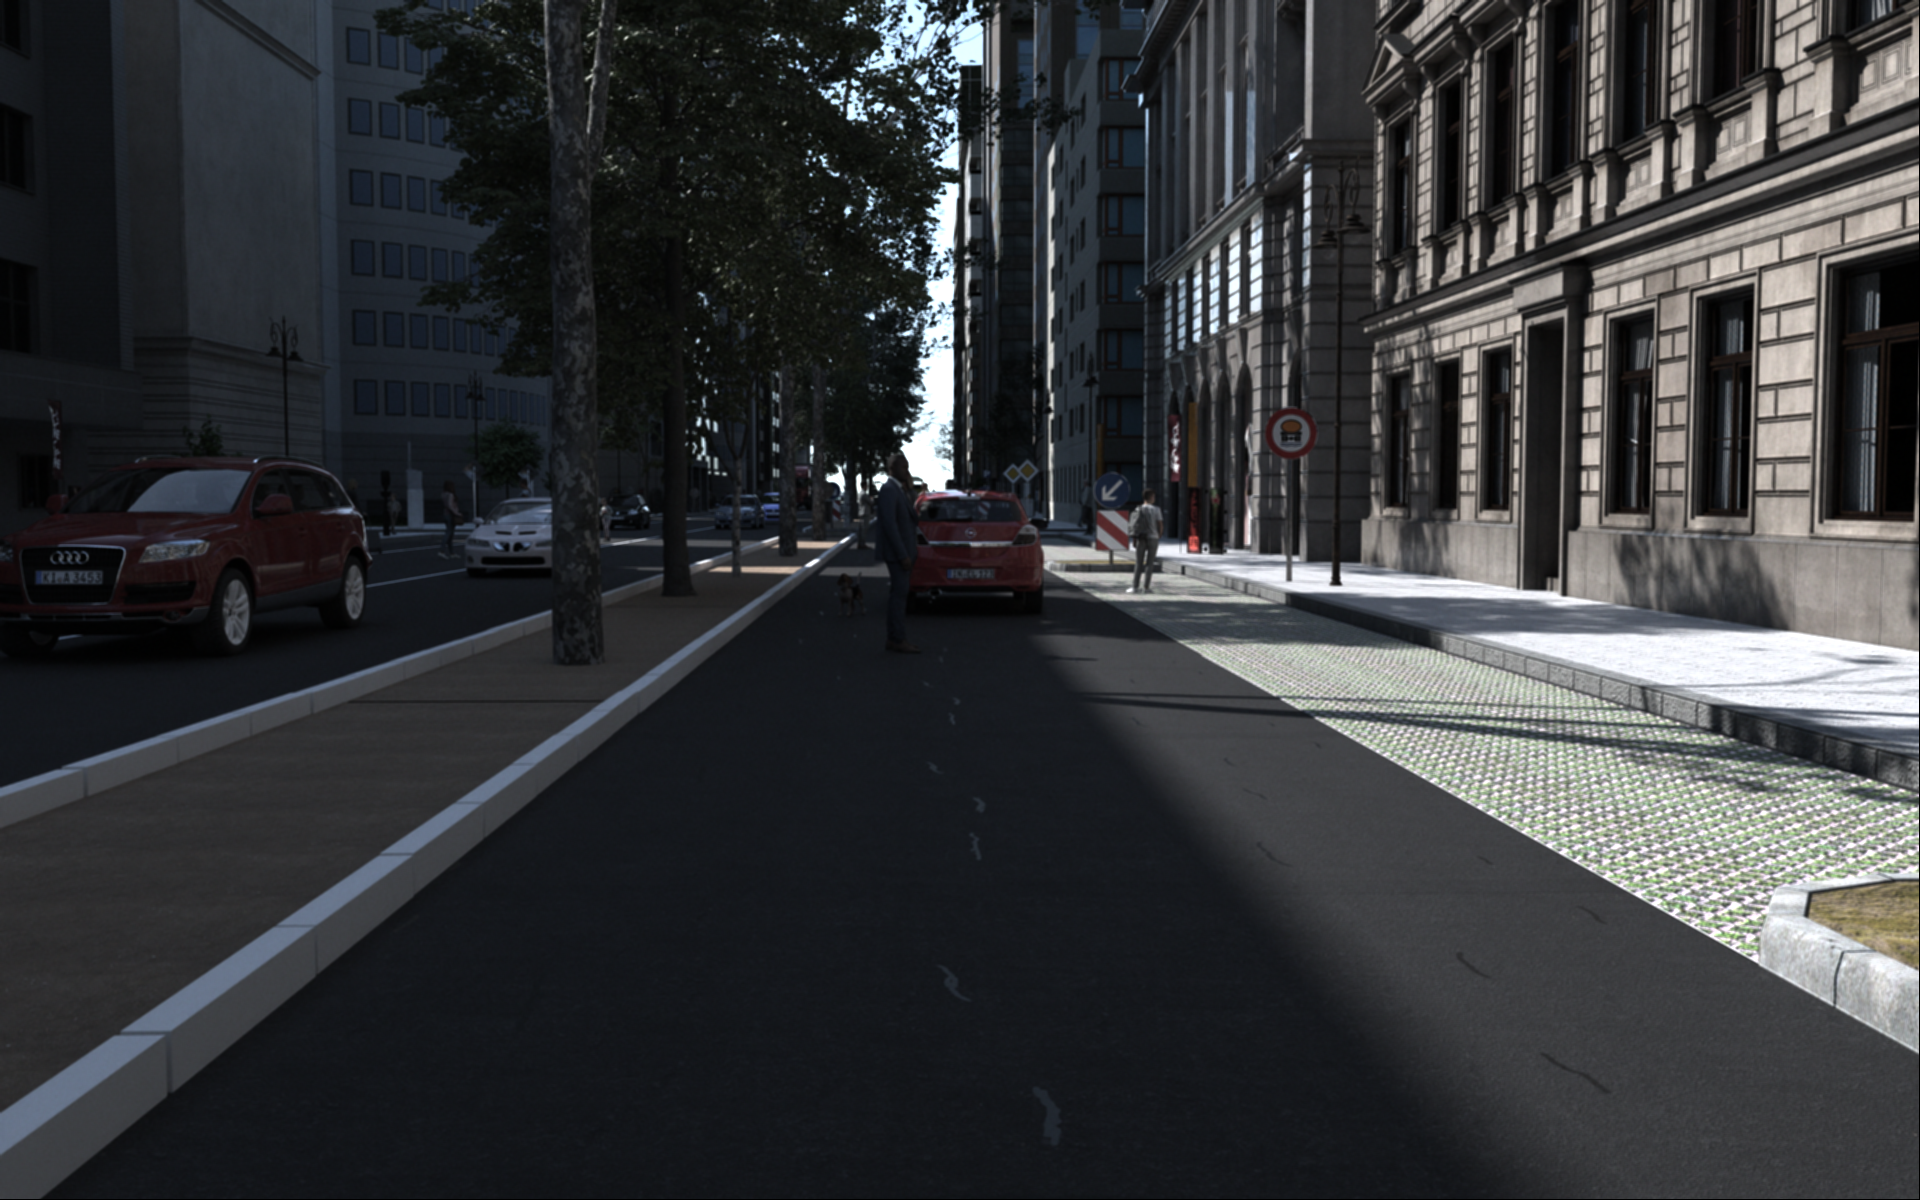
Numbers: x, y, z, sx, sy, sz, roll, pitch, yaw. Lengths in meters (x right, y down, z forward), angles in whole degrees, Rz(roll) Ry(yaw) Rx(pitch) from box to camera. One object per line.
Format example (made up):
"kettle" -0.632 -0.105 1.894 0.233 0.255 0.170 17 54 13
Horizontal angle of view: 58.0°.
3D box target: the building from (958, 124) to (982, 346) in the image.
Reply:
"building" 14.455 -40.014 243.469 28.713 52.752 27.495 0 4 -2

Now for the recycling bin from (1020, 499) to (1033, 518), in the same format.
"recycling bin" 3.646 -5.014 94.525 0.722 1.027 0.722 0 4 2

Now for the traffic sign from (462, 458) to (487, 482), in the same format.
"traffic sign" -15.846 -3.323 56.513 0.795 2.593 0.064 0 4 -2

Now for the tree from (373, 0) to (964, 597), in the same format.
"tree" -3.843 -6.292 23.458 7.486 12.596 7.792 0 3 0

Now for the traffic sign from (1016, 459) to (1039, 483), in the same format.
"traffic sign" 2.241 -3.353 57.009 0.795 2.593 0.064 0 4 -2

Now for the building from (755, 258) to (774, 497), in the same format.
"building" -29.736 -26.522 205.337 14.160 30.474 14.107 0 4 -2

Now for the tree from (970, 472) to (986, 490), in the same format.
"tree" 1.608 -9.573 151.122 1.663 3.219 1.824 0 3 0

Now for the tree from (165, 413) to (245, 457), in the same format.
"tree" -17.811 -2.856 41.292 1.663 3.219 1.824 0 3 0

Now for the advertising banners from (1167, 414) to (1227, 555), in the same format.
"advertising banners" 5.078 -2.514 37.300 0.090 3.025 2.074 -2 4 -29

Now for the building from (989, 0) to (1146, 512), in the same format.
"building" 9.952 -30.580 150.089 14.600 45.320 14.200 0 4 -2

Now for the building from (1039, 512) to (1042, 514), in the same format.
"building" 12.091 -28.135 110.118 14.600 45.320 14.200 0 4 -2

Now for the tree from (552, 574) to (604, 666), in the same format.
"tree" -1.974 -9.468 13.146 12.611 20.169 13.585 0 3 0

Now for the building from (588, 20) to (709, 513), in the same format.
"building" -29.008 -41.916 123.574 20.563 71.187 20.611 0 4 -2

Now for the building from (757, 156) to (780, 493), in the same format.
"building" -36.327 -37.846 238.384 23.786 49.044 30.456 0 4 -2

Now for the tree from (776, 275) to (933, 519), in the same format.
"tree" -5.981 -11.513 97.347 9.857 13.997 8.962 0 3 0

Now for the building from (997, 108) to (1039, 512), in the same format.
"building" 9.749 -22.111 133.209 14.160 30.474 14.107 0 4 -2

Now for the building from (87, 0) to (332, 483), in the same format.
"building" -29.880 -13.023 49.080 21.152 22.565 11.583 0 4 -2

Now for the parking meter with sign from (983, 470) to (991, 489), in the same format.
"parking meter with sign" 1.962 -7.892 125.296 0.543 3.016 1.738 0 4 -1

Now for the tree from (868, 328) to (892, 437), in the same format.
"tree" -4.653 -7.140 69.556 4.737 8.622 4.395 0 3 0

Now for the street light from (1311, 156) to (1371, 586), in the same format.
"street light" 5.276 -3.140 24.131 0.468 5.910 1.993 0 4 -2

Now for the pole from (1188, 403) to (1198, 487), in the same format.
"pole" 5.200 -2.743 38.696 0.158 3.312 0.155 0 3 0

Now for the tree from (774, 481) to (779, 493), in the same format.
"tree" -23.382 -13.622 217.321 1.663 3.219 1.824 0 3 0

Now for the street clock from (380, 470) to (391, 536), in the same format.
"street clock" -17.638 -2.975 53.210 0.358 2.002 0.471 -2 4 -24

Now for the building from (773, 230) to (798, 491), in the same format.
"building" -32.036 -35.320 261.079 14.154 41.232 14.086 0 4 -2

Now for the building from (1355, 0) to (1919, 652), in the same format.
"building" 12.274 -9.630 22.071 10.561 19.102 19.286 0 4 -2

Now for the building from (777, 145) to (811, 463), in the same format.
"building" -35.737 -45.285 282.403 21.231 58.520 28.212 0 4 -2

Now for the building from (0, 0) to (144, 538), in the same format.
"building" -25.787 -12.626 25.508 14.314 24.678 30.058 0 4 -2

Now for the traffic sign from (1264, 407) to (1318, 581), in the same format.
"traffic sign" 4.841 -1.547 25.402 0.768 2.556 0.104 0 4 5

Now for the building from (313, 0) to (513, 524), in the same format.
"building" -31.566 -33.219 85.137 21.231 58.520 28.212 0 4 -2

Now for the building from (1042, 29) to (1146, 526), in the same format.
"building" 19.257 -14.304 78.906 28.899 21.520 27.650 0 4 -2

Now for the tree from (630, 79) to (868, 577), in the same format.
"tree" -3.892 -4.707 29.779 4.737 8.622 4.395 0 3 0

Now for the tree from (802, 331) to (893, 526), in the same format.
"tree" -4.911 -7.543 76.146 4.360 8.622 3.978 0 3 0

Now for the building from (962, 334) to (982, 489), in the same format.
"building" 14.451 -21.797 201.421 27.650 21.520 28.899 0 4 -2

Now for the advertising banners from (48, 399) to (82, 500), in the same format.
"advertising banners" -16.833 -2.249 32.964 0.090 3.025 2.074 0 4 -3

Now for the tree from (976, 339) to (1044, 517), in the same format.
"tree" 4.447 -9.993 97.800 7.601 10.594 8.767 0 4 -5

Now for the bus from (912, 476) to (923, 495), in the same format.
"bus" -6.375 -15.176 239.667 2.896 3.916 12.252 0 4 -2

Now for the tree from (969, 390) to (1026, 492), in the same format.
"tree" 2.953 -10.452 121.248 4.360 8.622 3.978 0 3 0

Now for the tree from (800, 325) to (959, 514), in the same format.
"tree" -6.306 -12.771 121.632 12.009 13.543 11.850 0 3 0

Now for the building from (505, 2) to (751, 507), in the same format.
"building" -33.465 -39.193 182.811 21.231 58.520 28.212 0 4 -2

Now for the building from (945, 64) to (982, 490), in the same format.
"building" 7.919 -51.997 288.396 20.563 71.187 20.611 0 4 -2

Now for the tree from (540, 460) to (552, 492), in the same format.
"tree" -18.700 -5.317 81.535 1.663 3.219 1.824 0 3 0

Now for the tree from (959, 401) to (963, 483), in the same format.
"tree" 0.402 -19.189 224.108 12.009 13.543 11.850 0 3 0

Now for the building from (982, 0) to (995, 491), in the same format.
"building" 12.664 -38.467 170.938 21.231 58.520 28.212 0 4 -2

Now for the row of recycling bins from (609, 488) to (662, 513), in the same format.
"row of recycling bins" -21.510 -6.593 114.907 3.534 1.692 1.069 0 4 -1

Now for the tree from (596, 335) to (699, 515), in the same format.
"tree" -19.490 -11.094 107.137 9.928 11.665 9.643 0 3 0

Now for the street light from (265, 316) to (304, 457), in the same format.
"street light" -17.538 -4.423 45.097 0.468 5.910 1.993 0 4 -2

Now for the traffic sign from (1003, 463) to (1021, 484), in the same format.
"traffic sign" 2.013 -3.841 64.991 0.795 2.593 0.064 0 4 -2

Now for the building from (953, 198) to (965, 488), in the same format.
"building" 9.860 -39.405 267.977 21.300 48.544 21.600 0 4 -2

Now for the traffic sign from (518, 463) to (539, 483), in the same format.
"traffic sign" -16.075 -3.811 64.495 0.795 2.593 0.064 0 4 -2

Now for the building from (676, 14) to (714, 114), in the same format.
"building" -33.696 -32.663 153.651 23.786 49.044 30.456 0 4 -2

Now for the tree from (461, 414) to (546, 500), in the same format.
"tree" -18.604 -5.323 70.740 4.285 4.588 4.351 0 3 0

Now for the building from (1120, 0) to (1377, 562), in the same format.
"building" 12.080 -12.350 43.716 13.314 21.916 24.055 0 4 -2

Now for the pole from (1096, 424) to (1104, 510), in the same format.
"pole" 4.072 -3.454 50.317 0.158 3.312 0.155 0 3 0
